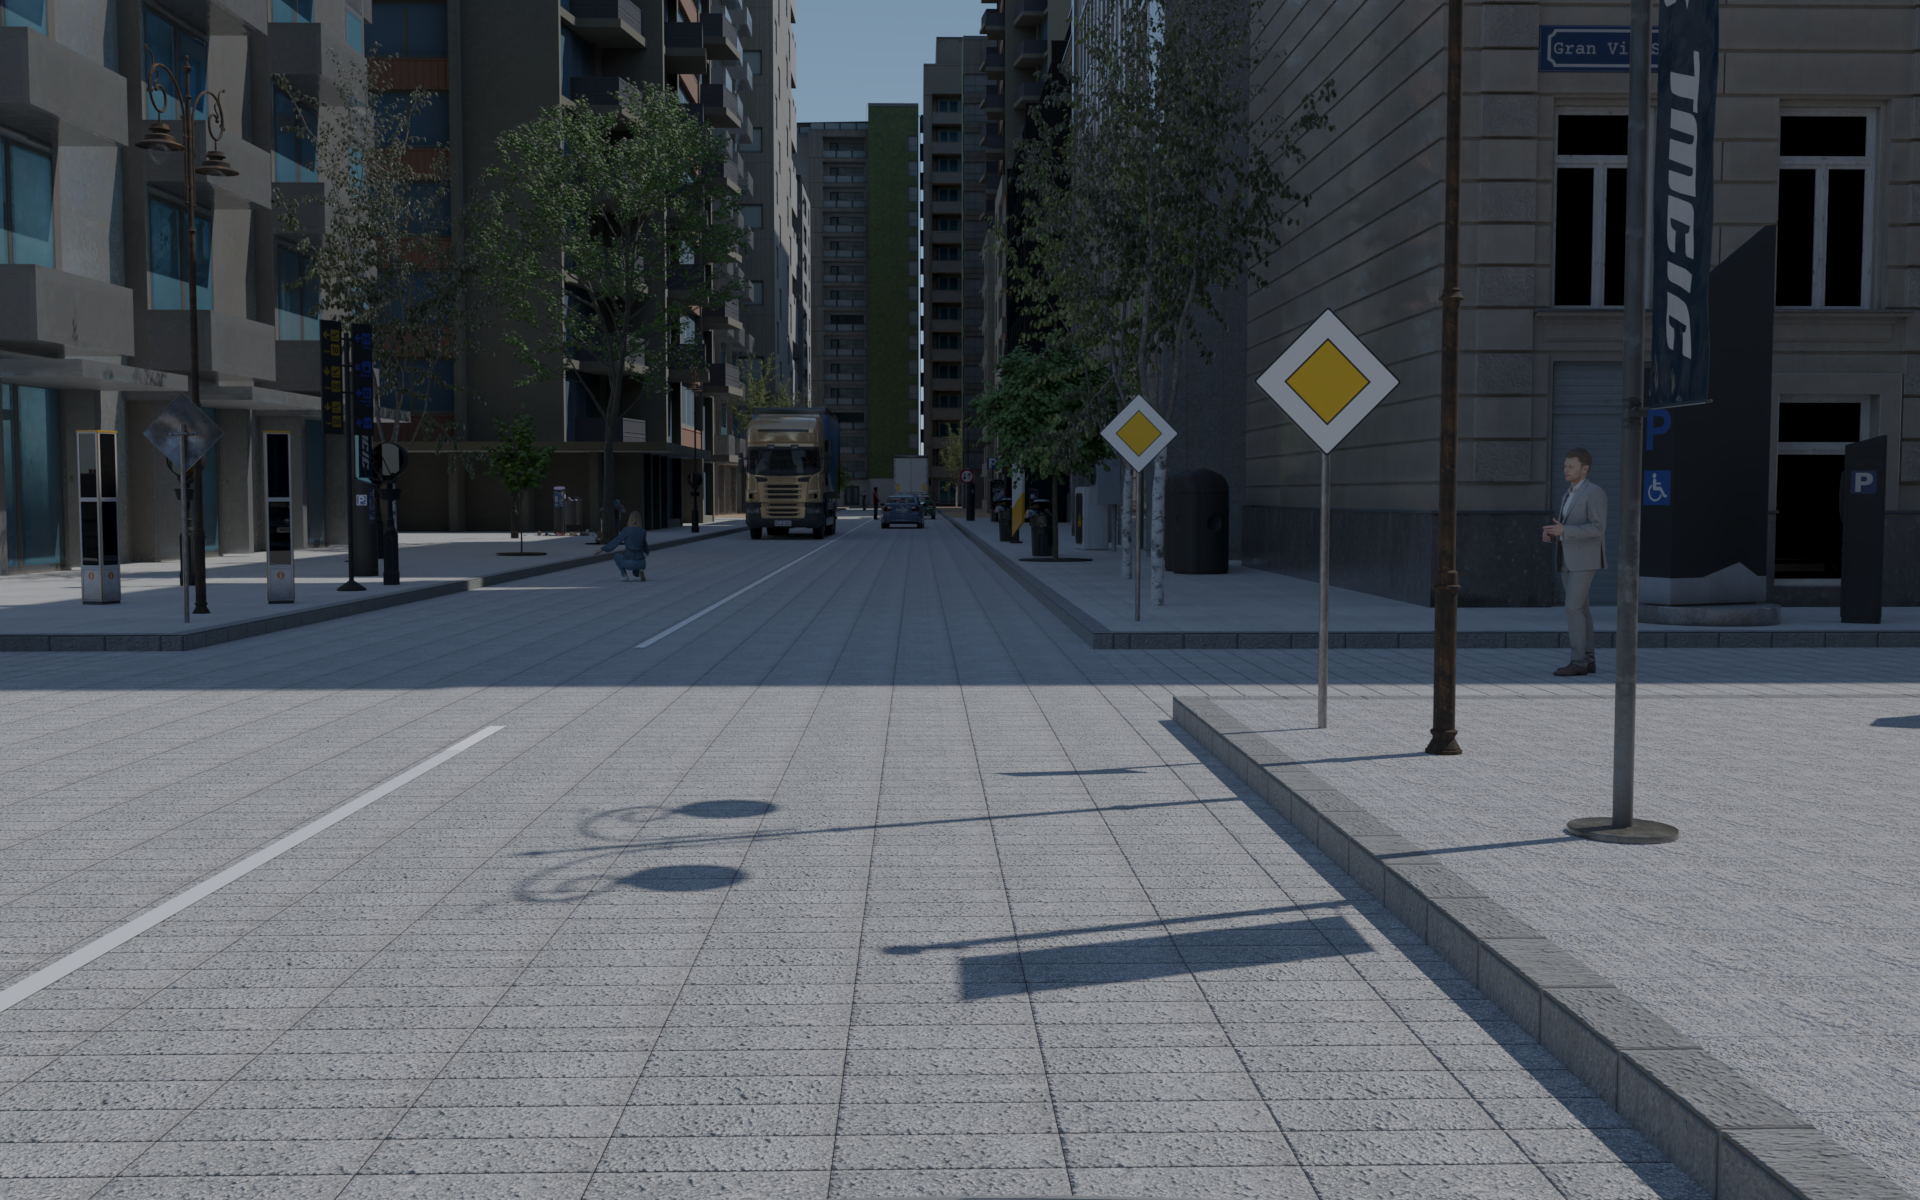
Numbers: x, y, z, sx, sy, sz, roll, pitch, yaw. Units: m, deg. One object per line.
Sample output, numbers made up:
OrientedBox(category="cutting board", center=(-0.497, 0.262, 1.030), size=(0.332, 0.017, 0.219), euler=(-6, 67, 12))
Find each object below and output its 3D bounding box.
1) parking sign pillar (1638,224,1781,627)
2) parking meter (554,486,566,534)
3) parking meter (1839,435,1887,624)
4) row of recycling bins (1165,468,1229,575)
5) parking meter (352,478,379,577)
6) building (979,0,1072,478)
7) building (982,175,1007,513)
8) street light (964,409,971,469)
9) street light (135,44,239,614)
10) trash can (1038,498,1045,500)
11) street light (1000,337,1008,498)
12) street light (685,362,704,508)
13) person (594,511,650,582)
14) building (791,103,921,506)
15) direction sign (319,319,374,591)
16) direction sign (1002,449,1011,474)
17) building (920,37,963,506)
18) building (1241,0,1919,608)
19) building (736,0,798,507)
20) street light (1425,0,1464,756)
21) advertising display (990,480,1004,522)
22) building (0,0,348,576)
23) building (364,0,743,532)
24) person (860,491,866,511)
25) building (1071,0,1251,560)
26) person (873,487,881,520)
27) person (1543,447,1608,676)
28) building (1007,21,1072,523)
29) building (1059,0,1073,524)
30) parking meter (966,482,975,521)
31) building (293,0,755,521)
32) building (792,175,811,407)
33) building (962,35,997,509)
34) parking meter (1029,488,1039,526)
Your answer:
OrientedBox(category="parking sign pillar", center=(7.472, -1.765, 17.327), size=(1.447, 3.967, 1.447), euler=(-2, 4, -24))
OrientedBox(category="parking meter", center=(-12.830, -2.881, 55.518), size=(0.372, 1.533, 0.369), euler=(0, 3, 0))
OrientedBox(category="parking meter", center=(8.956, -0.703, 17.210), size=(0.399, 1.863, 0.255), euler=(2, 4, 31))
OrientedBox(category="row of recycling bins", center=(3.940, -1.355, 29.265), size=(1.069, 1.692, 3.534), euler=(0, 4, 4))
OrientedBox(category="parking meter", center=(-9.293, -1.140, 27.055), size=(0.372, 1.533, 0.369), euler=(0, 3, 0))
OrientedBox(category="building", center=(12.784, -29.499, 136.934), size=(22.147, 44.769, 28.867), euler=(0, 4, -1))
OrientedBox(category="building", center=(15.742, -16.135, 108.838), size=(27.650, 21.520, 28.899), euler=(0, 4, -1))
OrientedBox(category="street light", center=(0.427, -7.293, 92.022), size=(0.468, 5.910, 1.993), euler=(0, 4, -1))
OrientedBox(category="street light", center=(-8.150, -2.791, 18.427), size=(0.468, 5.910, 1.993), euler=(0, 4, -1))
OrientedBox(category="trash can", center=(3.140, -3.622, 70.878), size=(0.748, 1.137, 0.748), euler=(0, 3, 0))
OrientedBox(category="street light", center=(1.345, -4.795, 51.183), size=(0.468, 5.910, 1.993), euler=(0, 4, -1))
OrientedBox(category="street light", center=(-9.059, -5.288, 59.254), size=(0.468, 5.910, 1.993), euler=(0, 4, -1))
OrientedBox(category="person", center=(-5.491, -0.883, 28.428), size=(1.012, 1.151, 0.738), euler=(-2, 4, -26))
OrientedBox(category="building", center=(-11.236, -30.639, 184.545), size=(14.086, 41.232, 14.154), euler=(0, 4, -1))
OrientedBox(category="direction sign", center=(-8.084, -1.891, 22.907), size=(0.379, 3.537, 0.876), euler=(2, 4, 27))
OrientedBox(category="direction sign", center=(2.085, -4.690, 68.683), size=(0.876, 3.537, 0.379), euler=(2, 4, 25))
OrientedBox(category="building", center=(6.517, -34.530, 188.267), size=(21.600, 48.544, 21.300), euler=(0, 4, -1))
OrientedBox(category="building", center=(17.277, -13.905, 24.617), size=(25.104, 27.353, 12.463), euler=(0, 4, -1))
OrientedBox(category="building", center=(-26.952, -33.430, 135.819), size=(28.713, 52.752, 27.495), euler=(0, 4, -1))
OrientedBox(category="street light", center=(2.396, -2.178, 8.405), size=(0.468, 5.910, 1.993), euler=(0, 4, -1))
OrientedBox(category="advertising display", center=(1.718, -4.495, 78.701), size=(0.123, 1.923, 0.974), euler=(3, 5, 40))
OrientedBox(category="building", center=(-25.069, -25.238, 32.243), size=(23.786, 49.044, 30.456), euler=(0, 4, -1))
OrientedBox(category="building", center=(-20.747, -25.410, 70.081), size=(22.147, 44.769, 28.867), euler=(0, 4, -1))
OrientedBox(category="person", center=(-8.439, -8.618, 150.214), size=(0.742, 1.727, 0.445), euler=(1, 4, 23))
OrientedBox(category="building", center=(9.650, -13.748, 42.809), size=(12.078, 24.808, 19.932), euler=(0, 4, -1))
OrientedBox(category="person", center=(-4.651, -5.375, 96.342), size=(0.705, 1.831, 1.348), euler=(-1, 4, -15))
OrientedBox(category="person", center=(4.841, -0.311, 13.788), size=(0.583, 1.804, 0.606), euler=(-1, 4, -11))
OrientedBox(category="building", center=(8.845, -15.611, 84.922), size=(12.332, 23.373, 15.834), euler=(0, 4, -1))
OrientedBox(category="building", center=(11.197, -16.951, 64.546), size=(14.401, 28.519, 23.554), euler=(0, 4, -1))
OrientedBox(category="parking meter", center=(0.516, -4.708, 82.690), size=(0.255, 1.863, 0.399), euler=(3, 5, 40))
OrientedBox(category="building", center=(-24.639, -29.775, 106.437), size=(23.786, 49.044, 30.456), euler=(0, 4, -1))
OrientedBox(category="building", center=(-20.830, -23.685, 158.958), size=(14.107, 30.474, 14.160), euler=(0, 4, -1))
OrientedBox(category="building", center=(7.130, -29.058, 158.688), size=(14.154, 41.232, 14.086), euler=(0, 4, -1))
OrientedBox(category="parking meter", center=(2.987, -3.766, 69.981), size=(0.372, 1.533, 0.369), euler=(0, 3, 0))
